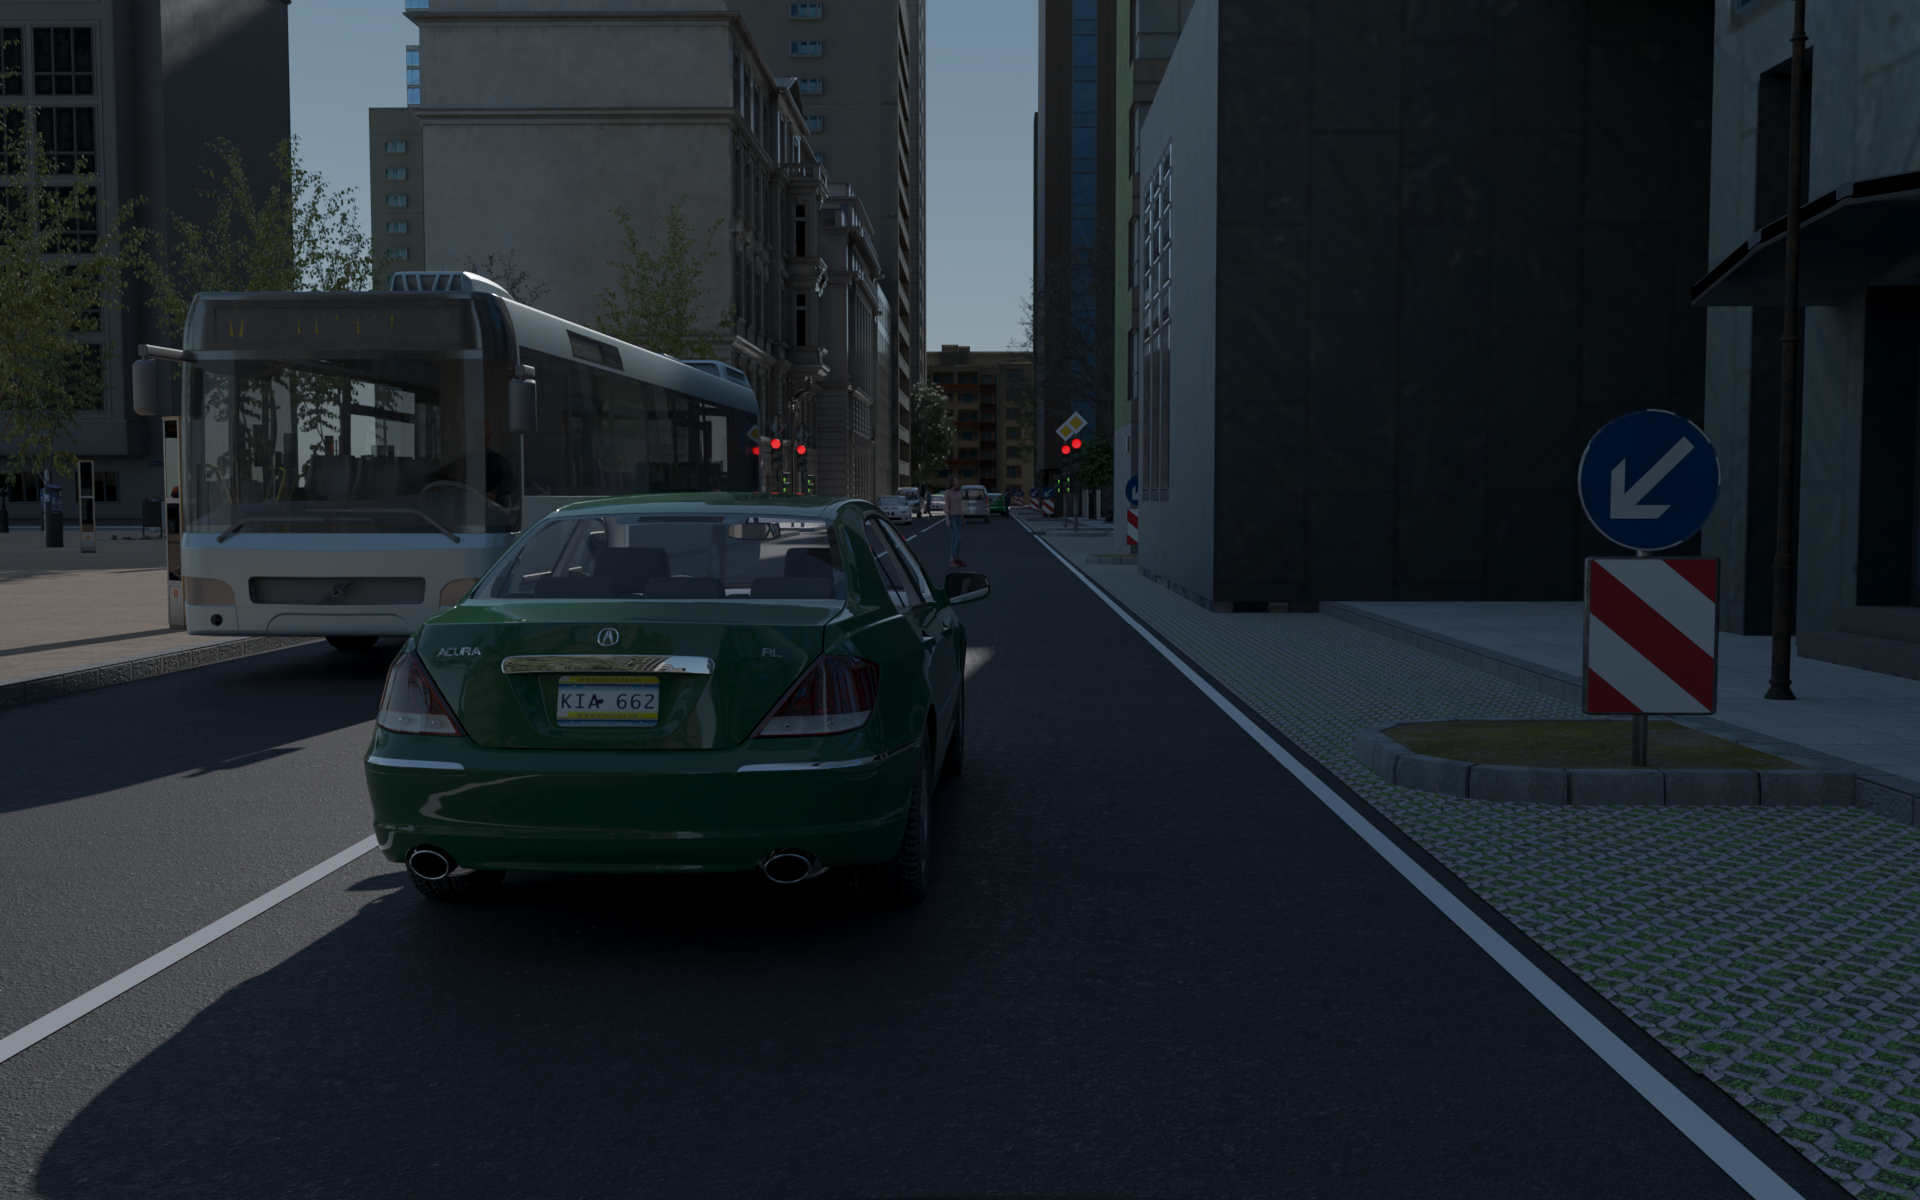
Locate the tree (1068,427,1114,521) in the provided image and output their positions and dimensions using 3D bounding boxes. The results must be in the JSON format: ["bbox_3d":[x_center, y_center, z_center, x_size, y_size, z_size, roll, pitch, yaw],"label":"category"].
[{"bbox_3d":[6.711,-6.165,84.515,4.285,4.588,4.351,0,3,0],"label":"tree"}]

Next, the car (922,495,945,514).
[{"bbox_3d":[-1.786,-7.066,127.888,2.083,1.381,4.827,0,4,0],"label":"car"}]

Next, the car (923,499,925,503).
[{"bbox_3d":[-2.530,-9.094,161.269,1.945,1.354,3.894,0,4,2],"label":"car"}]

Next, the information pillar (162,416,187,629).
[{"bbox_3d":[-7.371,-0.737,16.546,0.304,2.012,0.304,3,4,37],"label":"information pillar"}]

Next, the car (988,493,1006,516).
[{"bbox_3d":[2.100,-6.374,113.007,1.959,1.807,4.718,0,4,-1],"label":"car"}]

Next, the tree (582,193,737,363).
[{"bbox_3d":[-7.552,-5.671,43.080,4.737,8.622,4.395,0,3,0],"label":"tree"}]

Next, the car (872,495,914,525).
[{"bbox_3d":[-3.204,-4.225,81.443,2.083,1.381,4.827,0,4,0],"label":"car"}]

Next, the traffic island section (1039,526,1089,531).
[{"bbox_3d":[4.084,-2.723,66.796,2.009,0.180,2.903,0,4,1],"label":"traffic island section"}]

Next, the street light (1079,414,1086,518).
[{"bbox_3d":[6.578,-7.441,94.441,0.468,5.910,1.993,0,4,1],"label":"street light"}]

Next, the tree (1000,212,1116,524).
[{"bbox_3d":[6.792,-10.078,75.152,12.009,13.543,11.850,0,3,0],"label":"tree"}]

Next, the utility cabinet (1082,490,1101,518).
[{"bbox_3d":[7.033,-5.140,92.722,0.318,1.500,1.173,3,5,43],"label":"utility cabinet"}]

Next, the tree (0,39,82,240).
[{"bbox_3d":[-15.453,-4.715,27.455,4.737,8.622,4.395,0,3,0],"label":"tree"}]

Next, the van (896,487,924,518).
[{"bbox_3d":[-3.209,-6.098,106.721,2.013,2.044,4.112,0,4,1],"label":"van"}]

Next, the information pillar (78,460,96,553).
[{"bbox_3d":[-19.065,-2.038,37.819,0.304,2.012,0.304,-2,4,-29],"label":"information pillar"}]

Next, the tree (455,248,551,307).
[{"bbox_3d":[-14.117,-6.180,51.410,4.360,8.622,3.978,0,3,0],"label":"tree"}]

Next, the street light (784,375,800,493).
[{"bbox_3d":[-6.500,-5.767,67.086,0.468,5.910,1.993,0,4,1],"label":"street light"}]

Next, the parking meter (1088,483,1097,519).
[{"bbox_3d":[6.799,-5.093,88.979,0.255,1.863,0.399,-3,5,-40],"label":"parking meter"}]

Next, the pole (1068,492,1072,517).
[{"bbox_3d":[6.089,-6.227,95.651,0.158,3.312,0.155,0,3,0],"label":"pole"}]

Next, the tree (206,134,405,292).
[{"bbox_3d":[-14.032,-5.162,34.763,4.737,8.622,4.395,0,3,0],"label":"tree"}]

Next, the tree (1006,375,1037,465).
[{"bbox_3d":[7.775,-13.602,148.153,9.928,11.665,9.643,0,3,0],"label":"tree"}]

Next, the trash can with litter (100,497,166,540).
[{"bbox_3d":[-23.176,-2.305,48.741,1.678,1.210,2.233,3,5,41],"label":"trash can with litter"}]

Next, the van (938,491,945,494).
[{"bbox_3d":[-1.922,-12.383,209.467,2.013,2.044,4.112,0,4,-1],"label":"van"}]

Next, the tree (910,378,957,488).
[{"bbox_3d":[-4.916,-17.460,192.131,9.857,13.997,8.962,0,3,0],"label":"tree"}]

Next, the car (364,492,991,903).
[{"bbox_3d":[-0.950,0.261,7.527,2.131,1.459,4.920,0,4,3],"label":"car"}]

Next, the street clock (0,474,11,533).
[{"bbox_3d":[-31.586,-3.219,57.194,0.471,2.002,0.358,1,4,15],"label":"street clock"}]

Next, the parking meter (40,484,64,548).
[{"bbox_3d":[-21.803,-2.035,41.678,0.372,1.533,0.369,0,3,0],"label":"parking meter"}]

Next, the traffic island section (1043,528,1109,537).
[{"bbox_3d":[3.950,-2.234,58.812,2.009,0.180,2.903,0,4,1],"label":"traffic island section"}]

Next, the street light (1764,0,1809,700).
[{"bbox_3d":[5.142,-2.318,10.682,0.468,5.910,1.993,0,4,1],"label":"street light"}]

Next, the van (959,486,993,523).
[{"bbox_3d":[0.648,-4.890,86.965,2.013,2.044,4.112,0,4,0],"label":"van"}]

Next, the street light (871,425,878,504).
[{"bbox_3d":[-5.671,-8.654,114.280,0.468,5.910,1.993,0,4,1],"label":"street light"}]
